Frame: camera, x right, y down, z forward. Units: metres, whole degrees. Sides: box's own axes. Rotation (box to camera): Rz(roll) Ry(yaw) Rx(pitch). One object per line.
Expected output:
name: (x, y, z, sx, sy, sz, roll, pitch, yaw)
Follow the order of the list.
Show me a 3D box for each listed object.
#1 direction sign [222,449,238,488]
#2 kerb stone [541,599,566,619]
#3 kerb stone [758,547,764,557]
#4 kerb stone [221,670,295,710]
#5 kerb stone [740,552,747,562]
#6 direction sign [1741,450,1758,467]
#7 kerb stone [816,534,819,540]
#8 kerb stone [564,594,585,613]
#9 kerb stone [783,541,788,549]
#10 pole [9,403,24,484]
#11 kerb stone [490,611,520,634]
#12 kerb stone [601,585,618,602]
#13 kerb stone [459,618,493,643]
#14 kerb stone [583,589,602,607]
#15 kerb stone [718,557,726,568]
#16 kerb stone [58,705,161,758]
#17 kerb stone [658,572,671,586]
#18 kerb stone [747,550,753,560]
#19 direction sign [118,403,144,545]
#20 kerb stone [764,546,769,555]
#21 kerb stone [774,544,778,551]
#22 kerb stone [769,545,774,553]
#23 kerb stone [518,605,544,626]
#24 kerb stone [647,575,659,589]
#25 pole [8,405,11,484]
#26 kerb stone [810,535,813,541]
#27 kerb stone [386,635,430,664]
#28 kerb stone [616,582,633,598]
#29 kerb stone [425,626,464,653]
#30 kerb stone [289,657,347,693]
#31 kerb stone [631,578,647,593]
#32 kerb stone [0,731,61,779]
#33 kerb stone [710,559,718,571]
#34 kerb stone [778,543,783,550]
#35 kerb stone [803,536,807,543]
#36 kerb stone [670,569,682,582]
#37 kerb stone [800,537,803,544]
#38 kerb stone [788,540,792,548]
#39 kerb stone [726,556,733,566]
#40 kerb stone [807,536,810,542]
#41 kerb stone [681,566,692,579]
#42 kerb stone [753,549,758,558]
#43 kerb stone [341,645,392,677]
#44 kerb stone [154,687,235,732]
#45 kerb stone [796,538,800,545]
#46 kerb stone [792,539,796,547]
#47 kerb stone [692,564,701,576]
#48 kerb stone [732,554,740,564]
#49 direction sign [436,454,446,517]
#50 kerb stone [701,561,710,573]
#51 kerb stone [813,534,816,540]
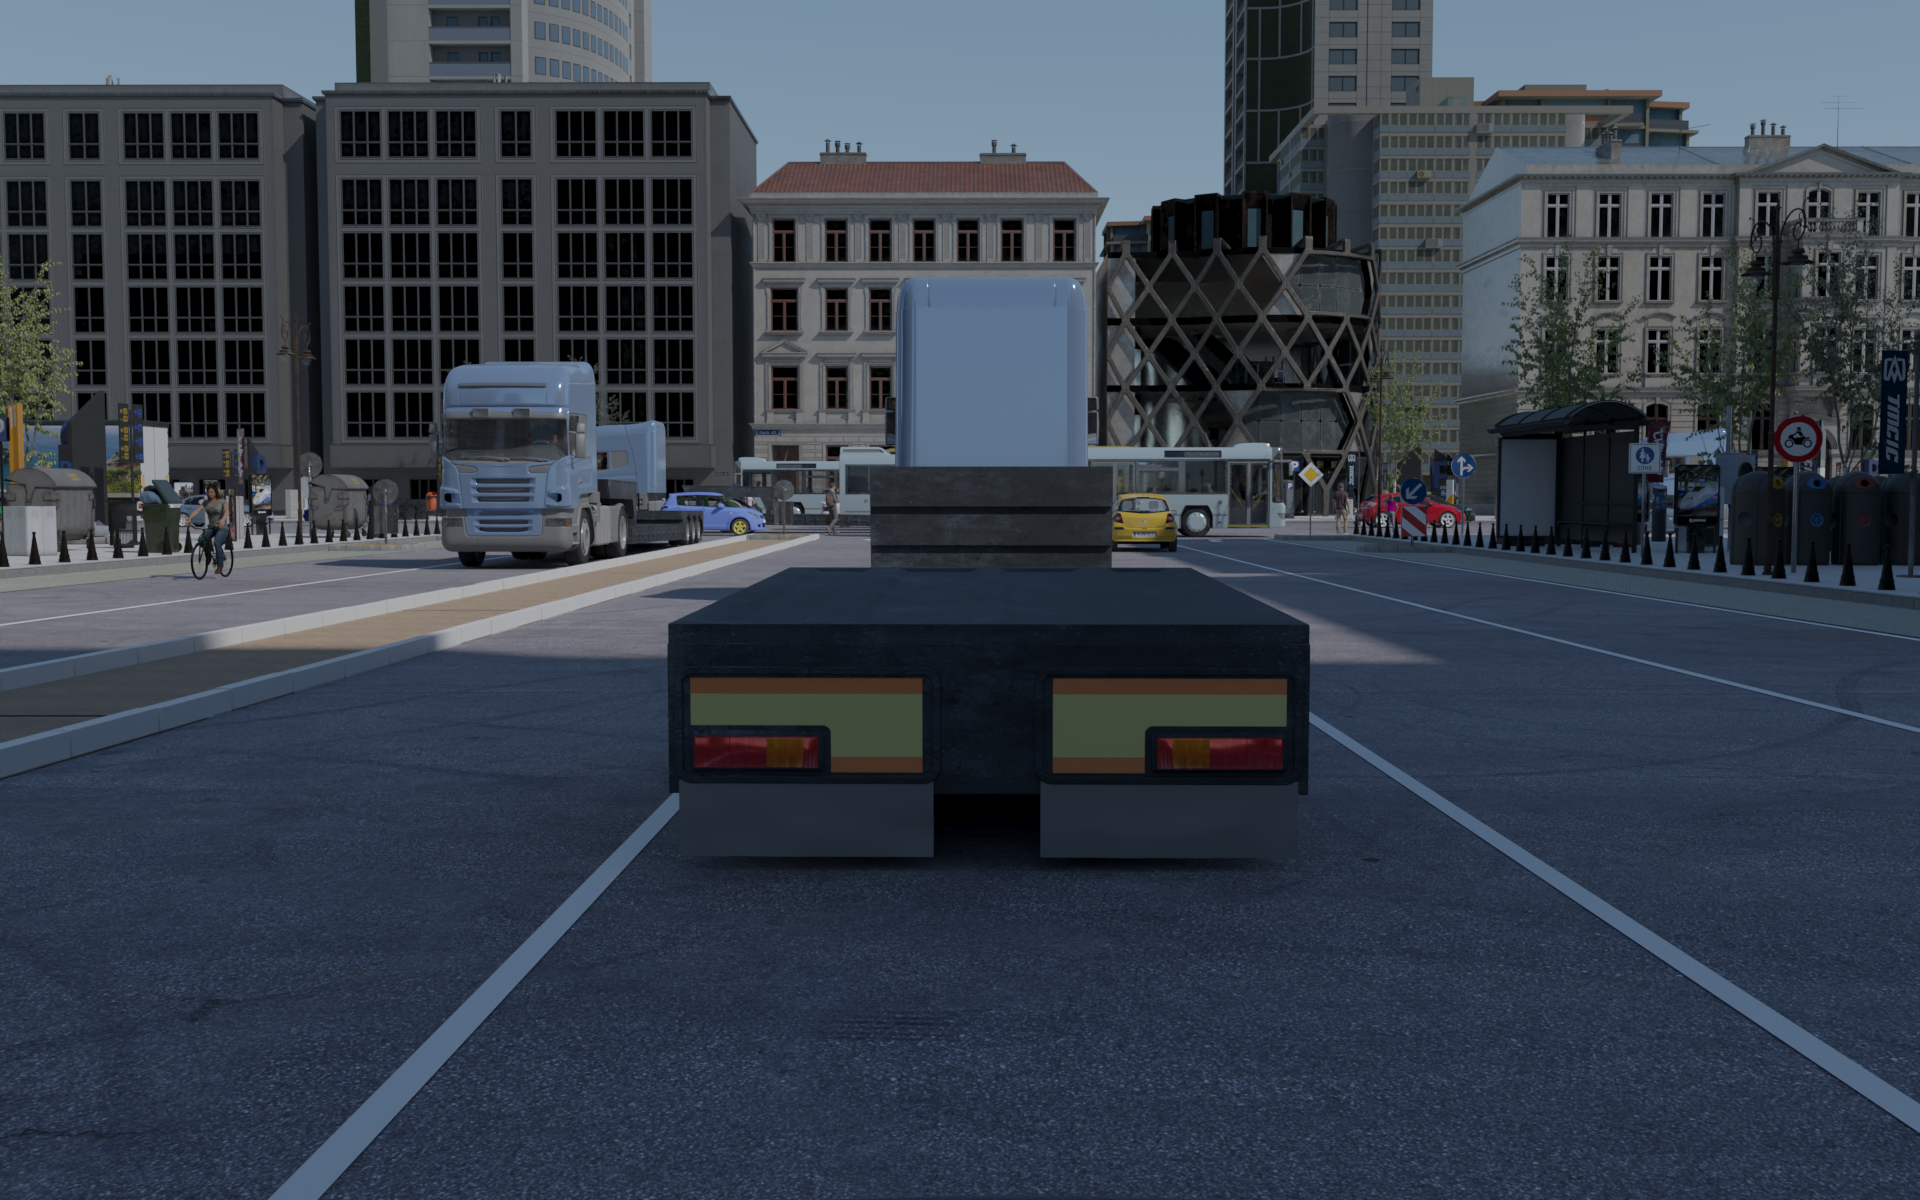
direction sign: (-36.500, -5.803, 86.881, 0.876, 3.537, 0.379, -2, 4, -29)
kerb stone: (-4.804, 0.123, 20.178, 0.120, 0.150, 1.000, 0, 4, 0)
kerb stone: (-4.676, -1.072, 39.721, 0.120, 0.150, 1.000, 0, 4, 0)
kerb stone: (-4.863, 0.627, 11.947, 0.120, 0.150, 1.000, 0, 4, 0)
kerb stone: (-4.691, -0.883, 36.637, 0.120, 0.150, 1.000, 0, 4, 0)
direction sign: (40.980, -5.994, 90.002, 0.876, 3.537, 0.379, 3, 5, 44)
kerb stone: (-4.577, -1.953, 54.133, 0.120, 0.150, 1.000, 0, 4, 0)
kerb stone: (-4.799, 0.065, 21.207, 0.120, 0.150, 1.000, 0, 4, 0)
kerb stone: (-4.642, -1.385, 44.865, 0.120, 0.150, 1.000, 0, 4, 0)
pole: (-21.165, -2.760, 38.973, 0.158, 3.312, 0.155, 0, 3, 0)
kerb stone: (-4.818, 0.249, 18.123, 0.120, 0.150, 1.000, 0, 4, 0)
kerb stone: (-4.793, -0.065, 23.266, 0.120, 0.150, 1.000, 0, 4, 0)
kerb stone: (-4.829, 0.312, 17.087, 0.120, 0.150, 1.000, 0, 4, 0)
kerb stone: (-4.793, 0.000, 22.235, 0.120, 0.150, 1.000, 0, 4, 0)
kerb stone: (-4.719, -0.695, 33.554, 0.120, 0.150, 1.000, 0, 4, 0)
kerb stone: (-4.874, 0.752, 9.895, 0.120, 0.150, 1.000, 0, 4, 0)
kerb stone: (-4.756, -0.317, 27.376, 0.120, 0.150, 1.000, 0, 4, 0)
kerb stone: (-4.686, -0.943, 37.669, 0.120, 0.150, 1.000, 0, 4, 0)
direction sign: (-20.831, -3.155, 43.584, 0.379, 3.537, 0.876, 1, 4, 12)
kerb stone: (-4.666, -1.130, 40.752, 0.120, 0.150, 1.000, 0, 4, 0)
kerb stone: (-4.666, -1.257, 42.813, 0.120, 0.150, 1.000, 0, 4, 0)
kerb stone: (-4.670, -1.197, 41.778, 0.120, 0.150, 1.000, 0, 4, 0)
kerb stone: (-4.816, 0.187, 19.152, 0.120, 0.150, 1.000, 0, 4, 0)
kerb stone: (-4.767, -0.251, 26.350, 0.120, 0.150, 1.000, 0, 4, 0)
pole: (-21.817, -2.821, 39.962, 0.158, 3.312, 0.155, 0, 3, 0)
kerb stone: (-4.605, -1.828, 52.076, 0.120, 0.150, 1.000, 0, 4, 0)
kerb stone: (-4.837, 0.441, 15.026, 0.120, 0.150, 1.000, 0, 4, 0)
kerb stone: (-4.782, -0.128, 24.293, 0.120, 0.150, 1.000, 0, 4, 0)
kerb stone: (-4.830, 0.377, 16.053, 0.120, 0.150, 1.000, 0, 4, 0)
kerb stone: (-4.850, 0.567, 12.973, 0.120, 0.150, 1.000, 0, 4, 0)
kerb stone: (-4.769, -0.191, 25.319, 0.120, 0.150, 1.000, 0, 4, 0)
kerb stone: (-4.878, 0.815, 8.868, 0.120, 0.150, 1.000, 0, 4, 0)
kerb stone: (-4.721, -0.631, 32.526, 0.120, 0.150, 1.000, 0, 4, 0)
kerb stone: (-4.655, -1.324, 43.839, 0.120, 0.150, 1.000, 0, 4, 0)
kerb stone: (-4.614, -1.702, 50.021, 0.120, 0.150, 1.000, 0, 4, 0)
kerb stone: (-4.750, -0.380, 28.402, 0.120, 0.150, 1.000, 0, 4, 0)
kerb stone: (-4.618, -1.639, 48.991, 0.120, 0.150, 1.000, 0, 4, 0)
kerb stone: (-4.636, -1.450, 45.904, 0.120, 0.150, 1.000, 0, 4, 0)
kerb stone: (-4.711, -0.752, 34.580, 0.120, 0.150, 1.000, 0, 4, 0)
kerb stone: (-4.608, -1.765, 51.048, 0.120, 0.150, 1.000, 0, 4, 0)
kerb stone: (-4.746, -0.442, 29.429, 0.120, 0.150, 1.000, 0, 4, 0)
kerb stone: (-4.685, -1.009, 38.695, 0.120, 0.150, 1.000, 0, 4, 0)
kerb stone: (-4.843, 0.505, 13.999, 0.120, 0.150, 1.000, 0, 4, 0)
kerb stone: (-4.865, 0.694, 10.921, 0.120, 0.150, 1.000, 0, 4, 0)
kerb stone: (-4.620, -1.576, 47.964, 0.120, 0.150, 1.000, 0, 4, 0)
kerb stone: (-4.633, -1.511, 46.938, 0.120, 0.150, 1.000, 0, 4, 0)
kerb stone: (-4.733, -0.506, 30.461, 0.120, 0.150, 1.000, 0, 4, 0)
kerb stone: (-4.702, -0.820, 35.606, 0.120, 0.150, 1.000, 0, 4, 0)
direction sign: (-29.422, -6.508, 98.406, 0.379, 3.537, 0.876, 1, 4, 23)
kerb stone: (-4.728, -0.569, 31.500, 0.120, 0.150, 1.000, 0, 4, 0)
kerb stone: (-4.591, -1.890, 53.104, 0.120, 0.150, 1.000, 0, 4, 0)
